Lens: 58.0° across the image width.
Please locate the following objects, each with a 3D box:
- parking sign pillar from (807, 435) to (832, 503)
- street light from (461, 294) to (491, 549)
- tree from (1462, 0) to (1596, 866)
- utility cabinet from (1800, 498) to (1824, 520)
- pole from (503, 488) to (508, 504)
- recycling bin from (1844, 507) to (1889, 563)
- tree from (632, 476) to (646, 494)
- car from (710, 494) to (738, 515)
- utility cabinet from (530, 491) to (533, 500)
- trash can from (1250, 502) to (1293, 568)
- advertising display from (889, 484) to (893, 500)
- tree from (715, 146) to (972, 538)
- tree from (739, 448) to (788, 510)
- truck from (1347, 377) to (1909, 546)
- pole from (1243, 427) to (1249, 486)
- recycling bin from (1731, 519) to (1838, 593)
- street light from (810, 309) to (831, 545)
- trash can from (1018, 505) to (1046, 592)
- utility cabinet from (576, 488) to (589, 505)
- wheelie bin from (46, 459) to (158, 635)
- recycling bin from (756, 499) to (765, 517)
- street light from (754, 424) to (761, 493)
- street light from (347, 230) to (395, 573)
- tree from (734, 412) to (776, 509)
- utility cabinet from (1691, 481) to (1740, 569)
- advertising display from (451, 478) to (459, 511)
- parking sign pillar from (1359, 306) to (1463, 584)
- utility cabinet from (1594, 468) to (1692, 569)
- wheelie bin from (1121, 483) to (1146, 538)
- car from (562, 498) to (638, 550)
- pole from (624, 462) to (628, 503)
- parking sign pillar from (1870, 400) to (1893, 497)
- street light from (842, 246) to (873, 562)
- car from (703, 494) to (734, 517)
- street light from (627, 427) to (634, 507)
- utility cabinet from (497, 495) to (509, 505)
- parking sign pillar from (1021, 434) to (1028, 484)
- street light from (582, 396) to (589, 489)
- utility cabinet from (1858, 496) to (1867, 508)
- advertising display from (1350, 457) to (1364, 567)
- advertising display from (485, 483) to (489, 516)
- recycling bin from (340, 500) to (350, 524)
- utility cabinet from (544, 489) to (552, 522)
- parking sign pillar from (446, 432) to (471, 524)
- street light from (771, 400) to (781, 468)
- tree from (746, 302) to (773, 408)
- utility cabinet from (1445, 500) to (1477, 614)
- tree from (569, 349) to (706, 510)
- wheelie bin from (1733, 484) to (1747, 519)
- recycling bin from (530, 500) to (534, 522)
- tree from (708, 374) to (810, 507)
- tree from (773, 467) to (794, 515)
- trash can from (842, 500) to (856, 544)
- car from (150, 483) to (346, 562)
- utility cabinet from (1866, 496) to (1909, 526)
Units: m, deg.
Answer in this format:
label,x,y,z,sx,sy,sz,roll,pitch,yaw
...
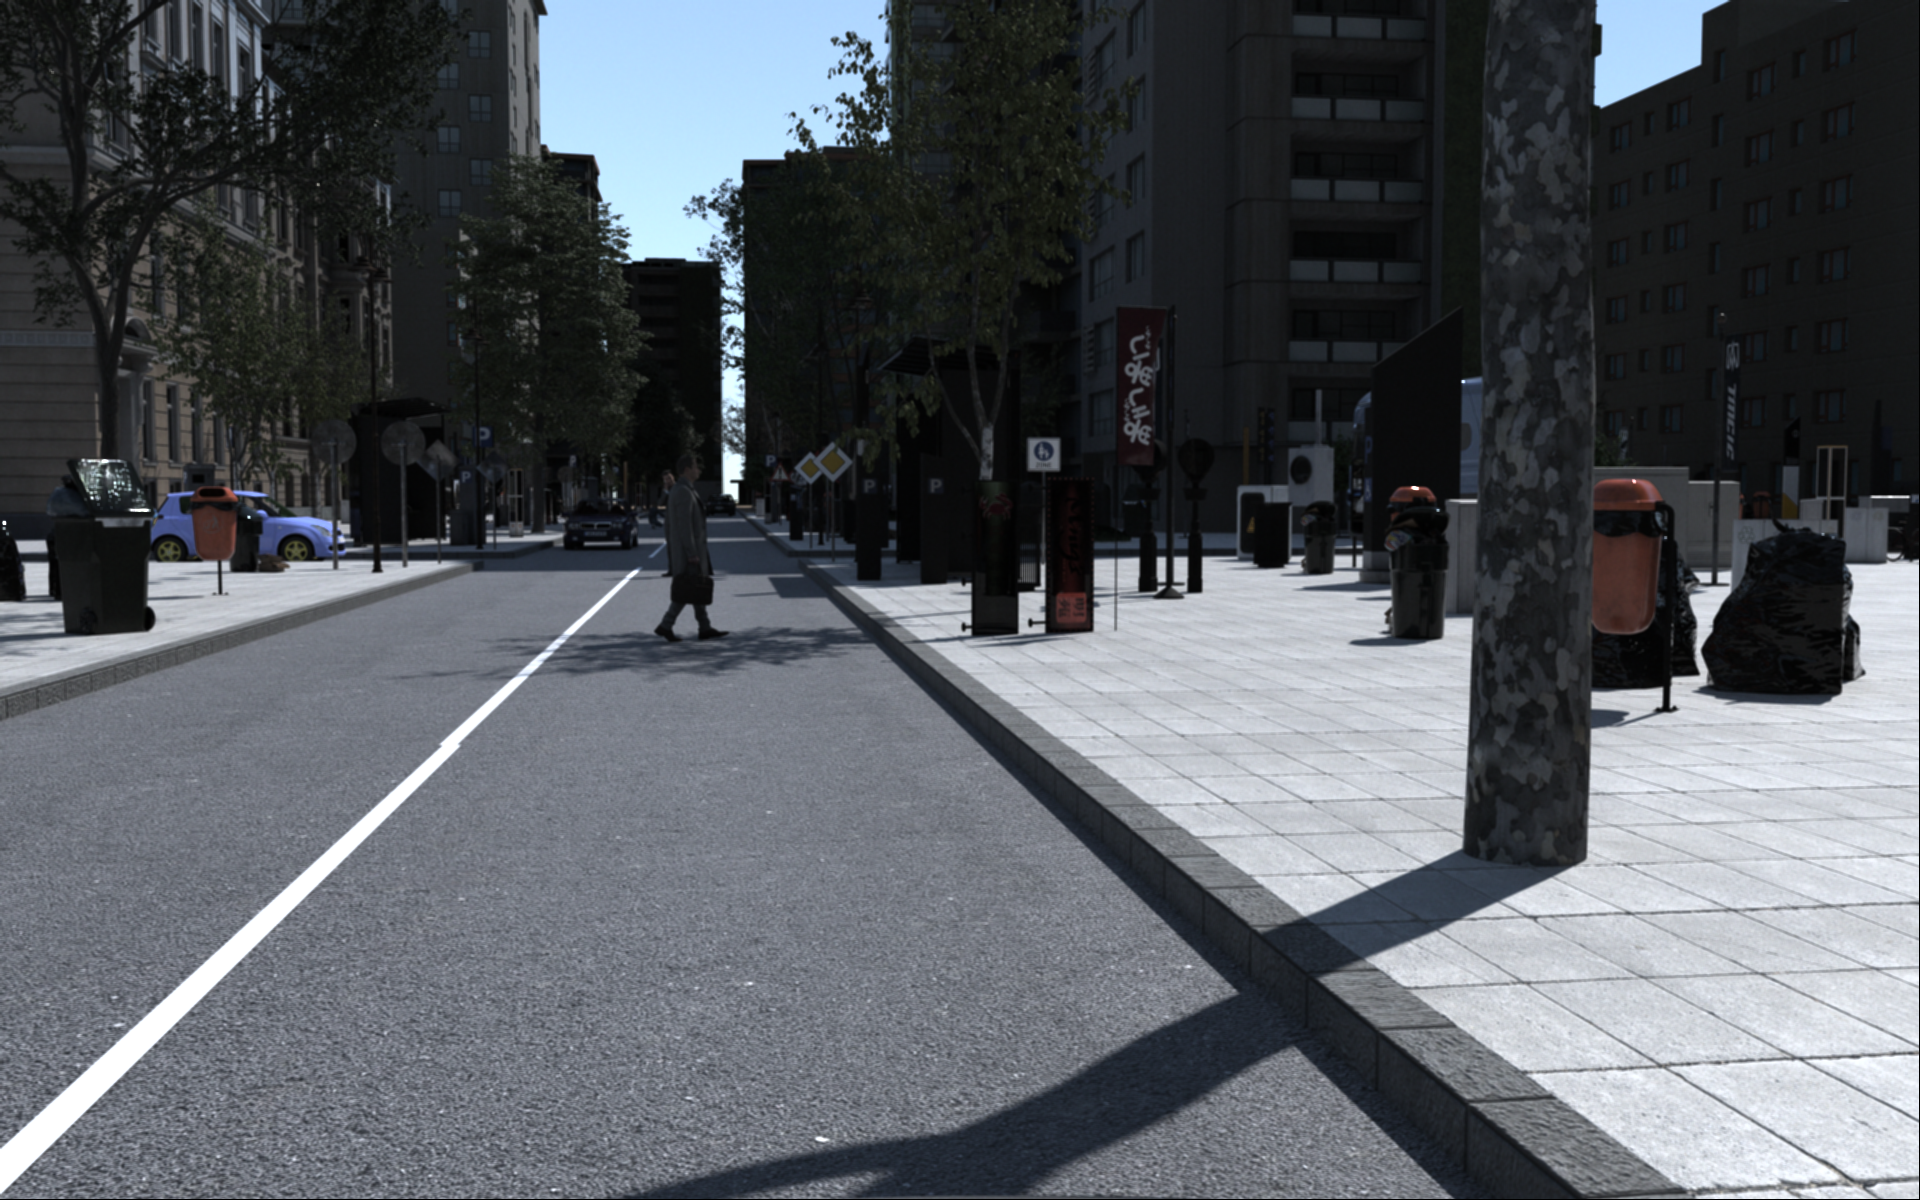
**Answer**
label,x,y,z,sx,sy,sz,roll,pitch,yaw
parking sign pillar,-6.451,-5.574,79.612,1.447,3.967,1.447,3,5,40
street light,-11.176,-4.119,40.131,0.468,5.910,1.993,0,4,-8
tree,2.673,-9.235,6.885,12.611,20.169,13.585,0,3,0
utility cabinet,12.317,-0.853,25.105,0.306,1.237,1.020,2,4,25
pole,-19.470,-4.912,74.148,0.158,3.312,0.155,0,3,0
recycling bin,16.929,-1.218,32.472,0.722,1.027,0.722,1,4,17
tree,-28.571,-9.905,156.541,1.663,3.219,1.824,0,3,0
car,-16.217,-6.647,118.471,2.009,1.686,4.222,0,4,-8
utility cabinet,-27.912,-6.314,111.907,1.173,1.500,0.318,-1,4,-19
trash can,5.445,-1.140,30.285,0.748,1.137,0.748,0,3,0
advertising display,-4.828,-6.676,114.368,0.974,1.923,0.123,3,5,43
tree,-3.339,-7.668,51.129,9.928,11.665,9.643,0,3,0
tree,-13.970,-8.629,124.796,4.285,4.588,4.351,0,3,0
truck,17.703,-3.106,40.535,18.799,4.110,2.967,-1,4,-9
pole,8.736,-3.613,52.922,0.158,3.312,0.155,0,3,0
recycling bin,8.201,-0.287,17.241,0.722,1.027,0.722,-2,4,-33
street light,-3.502,-4.322,43.457,0.468,5.910,1.993,0,4,-8
trash can,0.767,-0.691,22.944,0.748,1.137,0.748,0,3,0
utility cabinet,-14.768,-3.614,67.761,0.318,1.500,1.173,-1,4,-22
wheelie bin,-7.952,-0.495,16.007,0.693,1.594,0.980,2,4,29
recycling bin,-10.786,-5.082,95.649,0.722,1.027,0.722,-3,5,-42
street light,-13.315,-8.644,114.123,0.468,5.910,1.993,0,4,-8
street light,-9.541,-3.388,28.186,0.468,5.910,1.993,0,4,-8
tree,-17.996,-12.318,151.765,4.360,8.622,3.978,0,3,0
utility cabinet,12.561,-1.264,29.345,1.173,1.500,0.318,0,4,-3
advertising display,-20.920,-4.082,71.946,0.123,1.923,0.974,0,4,2
parking sign pillar,6.532,-2.235,25.019,1.447,3.967,1.447,0,4,-5
utility cabinet,5.511,-0.366,14.667,1.173,1.500,0.318,0,4,-4
wheelie bin,5.208,-2.654,51.296,0.980,1.594,0.693,3,5,41
car,-9.482,-2.034,45.842,1.945,1.354,3.894,0,4,-7
pole,-20.990,-7.030,108.782,0.158,3.312,0.155,0,3,0
parking sign pillar,26.641,-3.772,50.145,1.447,3.967,1.447,2,4,24
street light,-1.915,-3.651,32.489,0.468,5.910,1.993,0,4,-8
car,-15.580,-6.248,111.949,2.009,1.686,4.222,-1,4,-8
street light,-20.957,-8.392,109.989,0.468,5.910,1.993,0,4,-8
utility cabinet,-24.970,-5.116,94.812,1.020,1.237,0.306,1,4,13
parking sign pillar,2.105,-5.051,71.048,1.447,3.967,1.447,1,4,17
street light,-16.196,-6.254,75.042,0.468,5.910,1.993,0,4,-8
utility cabinet,24.675,-2.180,46.804,0.306,1.237,1.020,0,3,0
advertising display,7.253,-1.516,29.999,0.974,1.923,0.123,2,4,34
advertising display,-27.620,-5.825,100.451,0.123,1.923,0.974,1,4,14
recycling bin,-26.253,-3.800,74.684,0.722,1.027,0.722,0,4,-6
utility cabinet,-18.650,-4.229,77.820,0.318,1.500,1.173,0,4,5
parking sign pillar,-21.706,-5.329,75.600,1.447,3.967,1.447,0,4,-2
street light,-8.391,-6.508,79.199,0.468,5.910,1.993,0,4,-8
tree,-5.741,-6.863,62.573,4.737,8.622,4.395,0,3,0
utility cabinet,5.773,-0.464,18.749,1.020,1.237,0.306,-1,4,-16
tree,-25.496,-13.449,136.903,9.611,12.733,9.660,0,3,0
wheelie bin,22.282,-2.571,49.937,0.693,1.594,0.980,1,4,18
recycling bin,-19.511,-4.140,80.236,0.722,1.027,0.722,1,4,22
tree,-19.761,-15.773,168.263,12.009,13.543,11.850,0,3,0
tree,-11.336,-6.939,108.050,1.663,3.219,1.824,0,3,0
trash can,-2.698,-2.023,44.723,0.748,1.137,0.748,0,3,0
car,-14.337,-1.546,34.869,3.694,1.707,1.945,-1,4,-9
utility cabinet,23.777,-2.021,44.199,1.020,1.237,0.306,1,4,11
